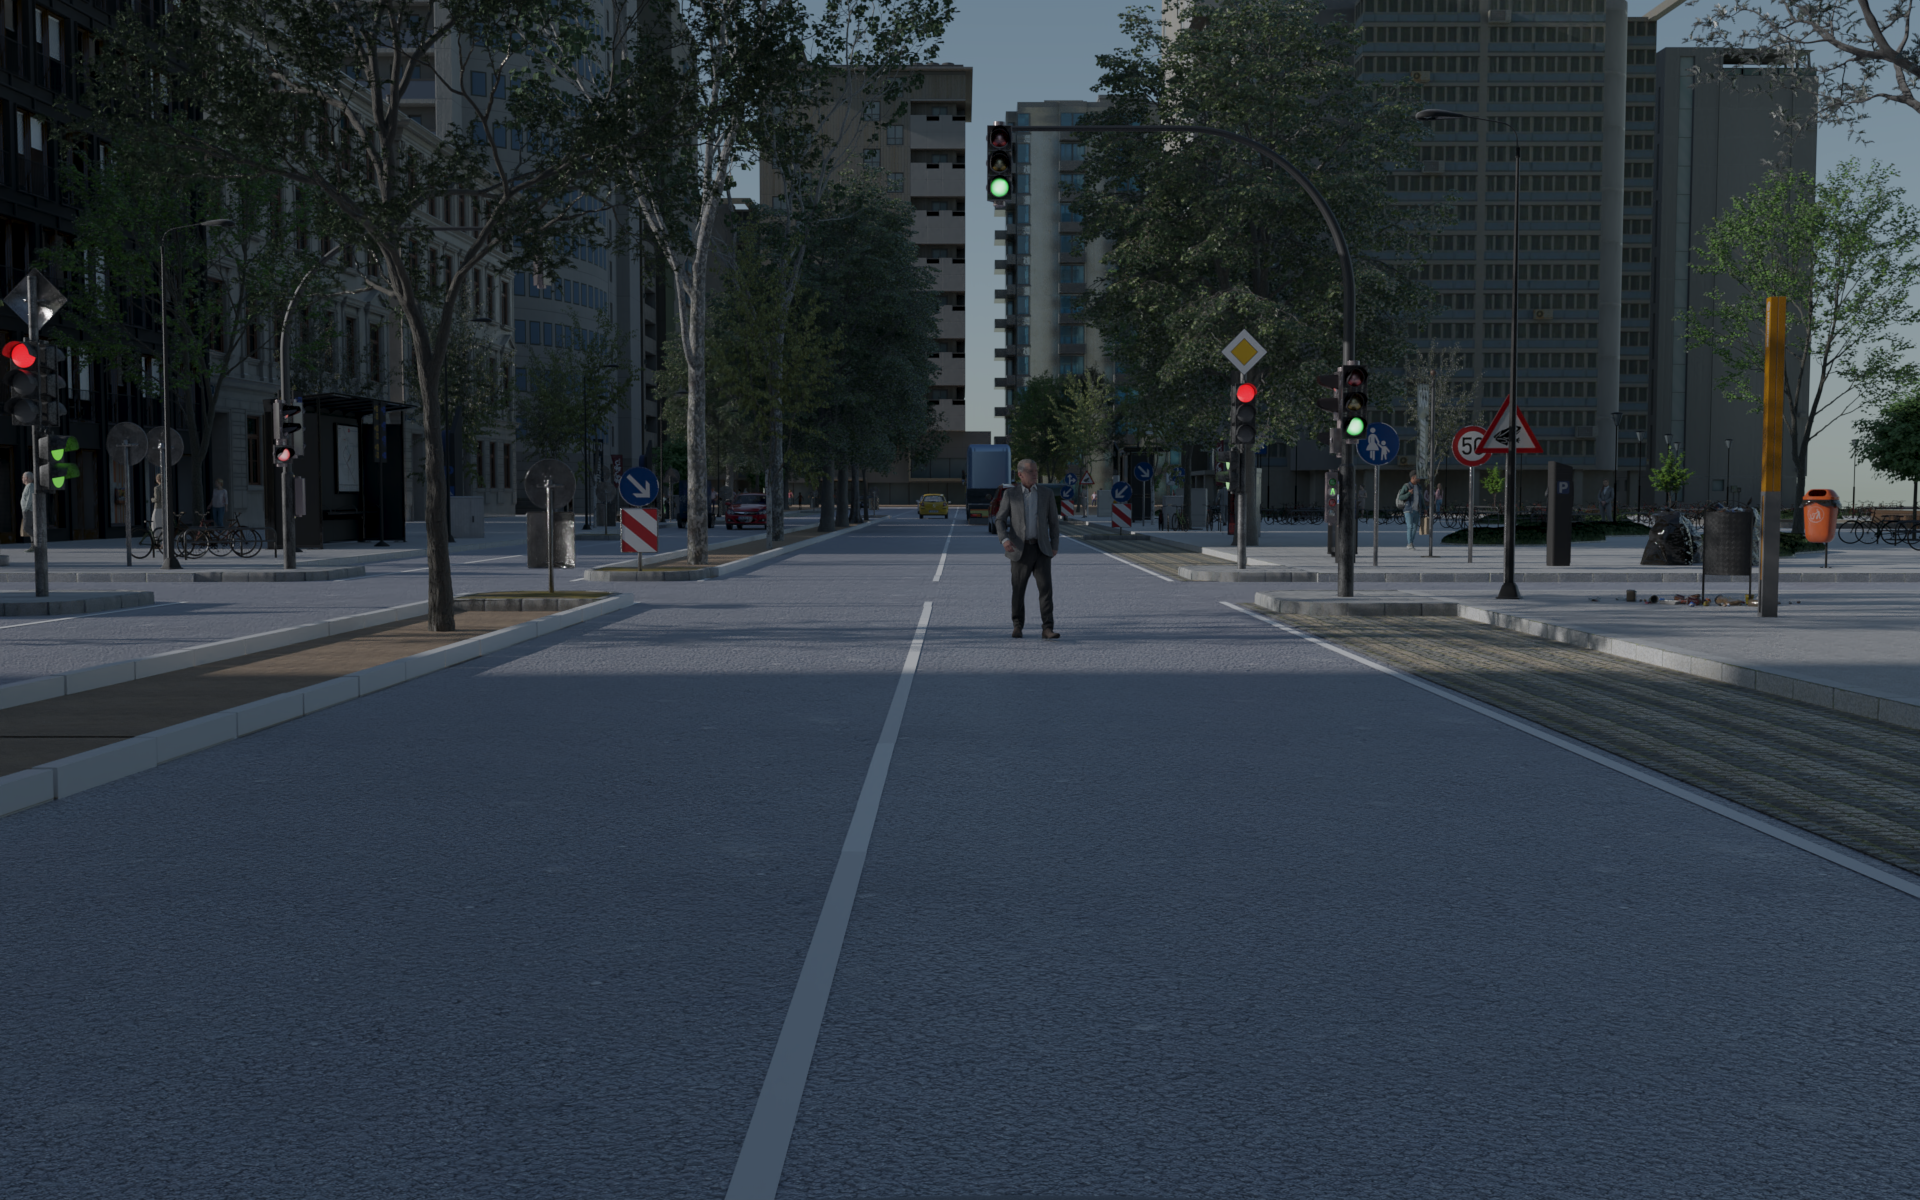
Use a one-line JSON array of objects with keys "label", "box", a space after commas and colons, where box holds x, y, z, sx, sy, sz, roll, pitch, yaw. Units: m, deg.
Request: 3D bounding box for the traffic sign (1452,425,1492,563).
[{"label": "traffic sign", "box": [9.494, -1.960, 32.157, 0.768, 2.556, 0.104, 0, 4, 2]}]

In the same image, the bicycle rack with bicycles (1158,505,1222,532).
[{"label": "bicycle rack with bicycles", "box": [7.925, -2.828, 59.625, 2.852, 0.926, 2.925, 0, 4, 7]}]

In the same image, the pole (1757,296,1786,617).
[{"label": "pole", "box": [8.449, -1.479, 18.021, 0.158, 3.312, 0.155, 0, 3, 0]}]

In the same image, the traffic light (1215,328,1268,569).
[{"label": "traffic light", "box": [4.802, -2.484, 29.535, 0.839, 4.253, 0.868, 0, 3, 0]}]

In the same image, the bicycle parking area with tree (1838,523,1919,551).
[{"label": "bicycle parking area with tree", "box": [25.470, -3.261, 40.325, 9.016, 4.147, 8.231, 2, 4, 28]}]

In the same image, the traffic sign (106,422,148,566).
[{"label": "traffic sign", "box": [-14.759, -1.871, 30.697, 0.768, 2.556, 0.104, 0, 4, 5]}]

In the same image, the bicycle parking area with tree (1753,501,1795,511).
[{"label": "bicycle parking area with tree", "box": [32.384, -5.713, 80.417, 8.231, 4.147, 9.016, -3, 5, -41]}]

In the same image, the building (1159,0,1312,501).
[{"label": "building", "box": [32.841, -34.622, 155.316, 28.713, 52.752, 27.495, 0, 3, 0]}]

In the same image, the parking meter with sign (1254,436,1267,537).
[{"label": "parking meter with sign", "box": [8.609, -3.363, 51.246, 0.543, 3.016, 1.738, 2, 4, 23]}]

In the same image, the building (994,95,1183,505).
[{"label": "building", "box": [19.352, -36.140, 210.501, 30.456, 49.044, 23.786, 0, 3, 0]}]

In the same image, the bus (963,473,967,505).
[{"label": "bus", "box": [1.890, -10.655, 165.755, 2.896, 3.916, 12.252, 0, 4, -2]}]

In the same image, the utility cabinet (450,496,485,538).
[{"label": "utility cabinet", "box": [-14.379, -2.398, 50.363, 1.020, 1.237, 0.306, -2, 4, -27]}]

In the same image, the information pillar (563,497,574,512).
[{"label": "information pillar", "box": [-15.459, -3.905, 68.331, 0.304, 2.012, 0.304, 3, 5, 39]}]

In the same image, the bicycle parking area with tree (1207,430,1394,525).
[{"label": "bicycle parking area with tree", "box": [15.594, -5.405, 75.366, 9.016, 4.147, 8.231, 0, 4, -1]}]

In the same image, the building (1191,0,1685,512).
[{"label": "building", "box": [33.859, -26.796, 130.000, 32.217, 40.220, 23.993, 0, 3, 0]}]

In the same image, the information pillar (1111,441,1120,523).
[{"label": "information pillar", "box": [6.931, -5.233, 76.908, 0.183, 3.616, 0.504, -1, 4, -22]}]

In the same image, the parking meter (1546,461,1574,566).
[{"label": "parking meter", "box": [10.690, -1.537, 30.848, 0.399, 1.863, 0.255, 0, 4, -6]}]

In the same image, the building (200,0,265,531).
[{"label": "building", "box": [-30.449, -14.122, 67.046, 11.583, 22.565, 21.152, 0, 3, 0]}]

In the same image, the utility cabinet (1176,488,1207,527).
[{"label": "utility cabinet", "box": [8.916, -3.549, 66.709, 1.173, 1.500, 0.318, 1, 4, 20]}]

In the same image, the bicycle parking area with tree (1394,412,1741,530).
[{"label": "bicycle parking area with tree", "box": [22.014, -4.656, 63.135, 9.016, 4.147, 8.231, -1, 4, -13]}]

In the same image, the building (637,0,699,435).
[{"label": "building", "box": [-36.004, -32.712, 158.536, 21.600, 48.544, 21.300, 0, 3, 0]}]

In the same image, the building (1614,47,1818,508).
[{"label": "building", "box": [69.732, -29.281, 162.346, 14.086, 41.232, 14.154, 0, 3, 0]}]

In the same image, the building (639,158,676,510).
[{"label": "building", "box": [-31.115, -22.515, 139.823, 14.160, 30.474, 14.107, 0, 3, 0]}]

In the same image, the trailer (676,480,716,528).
[{"label": "trailer", "box": [-11.089, -3.977, 72.065, 1.471, 1.999, 3.904, 0, 4, 0]}]

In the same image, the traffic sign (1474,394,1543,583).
[{"label": "traffic sign", "box": [7.141, -1.382, 22.597, 0.884, 2.594, 0.081, 0, 4, 3]}]

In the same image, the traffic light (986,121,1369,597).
[{"label": "traffic light", "box": [2.700, -2.859, 21.412, 4.771, 5.953, 1.251, 0, 3, 0]}]

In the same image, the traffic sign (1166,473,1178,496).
[{"label": "traffic sign", "box": [10.114, -4.919, 82.559, 0.606, 2.300, 0.079, 0, 4, 8]}]

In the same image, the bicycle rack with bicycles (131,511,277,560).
[{"label": "bicycle rack with bicycles", "box": [-15.217, -1.312, 34.841, 2.925, 0.926, 2.852, -3, 5, -42]}]

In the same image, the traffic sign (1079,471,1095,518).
[{"label": "traffic sign", "box": [6.930, -5.789, 94.649, 0.884, 2.594, 0.081, 0, 4, 1]}]

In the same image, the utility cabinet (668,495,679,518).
[{"label": "utility cabinet", "box": [-15.301, -5.024, 93.308, 1.020, 1.237, 0.306, 3, 5, 44]}]

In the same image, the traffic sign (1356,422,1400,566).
[{"label": "traffic sign", "box": [7.405, -1.877, 30.790, 0.768, 2.556, 0.104, 0, 4, 1]}]

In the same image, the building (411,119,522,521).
[{"label": "building", "box": [-30.399, -15.444, 88.667, 11.583, 22.565, 21.152, 0, 3, 0]}]

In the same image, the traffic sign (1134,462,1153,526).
[{"label": "traffic sign", "box": [7.283, -4.194, 68.683, 0.768, 2.556, 0.104, 1, 4, 9]}]

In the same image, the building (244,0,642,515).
[{"label": "building", "box": [-35.013, -35.220, 117.852, 21.231, 58.520, 28.212, 0, 3, 0]}]

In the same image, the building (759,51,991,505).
[{"label": "building", "box": [-10.081, -38.149, 212.966, 27.495, 52.752, 28.713, 0, 3, 0]}]

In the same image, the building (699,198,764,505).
[{"label": "building", "box": [-35.880, -31.957, 214.381, 23.993, 40.220, 32.217, 0, 3, 0]}]

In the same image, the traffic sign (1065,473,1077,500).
[{"label": "traffic sign", "box": [6.675, -6.374, 104.316, 0.768, 2.556, 0.104, 1, 4, 8]}]

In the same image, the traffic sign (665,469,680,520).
[{"label": "traffic sign", "box": [-14.363, -5.280, 86.431, 0.768, 2.556, 0.104, 0, 4, 2]}]

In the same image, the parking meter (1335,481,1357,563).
[{"label": "parking meter", "box": [7.176, -1.456, 32.212, 0.372, 1.533, 0.369, 0, 3, 0]}]

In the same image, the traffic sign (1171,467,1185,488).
[{"label": "traffic sign", "box": [10.323, -4.995, 81.769, 0.768, 2.556, 0.104, 0, 4, 2]}]

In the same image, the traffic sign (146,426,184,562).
[{"label": "traffic sign", "box": [-14.975, -1.986, 32.571, 0.768, 2.556, 0.104, 0, 4, 2]}]

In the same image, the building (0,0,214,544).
[{"label": "building", "box": [-30.341, -13.326, 47.562, 12.332, 23.373, 15.834, 0, 3, 0]}]

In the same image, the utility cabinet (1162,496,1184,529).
[{"label": "utility cabinet", "box": [7.944, -3.198, 63.445, 1.020, 1.237, 0.306, -1, 4, -13]}]

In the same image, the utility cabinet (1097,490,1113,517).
[{"label": "utility cabinet", "box": [8.183, -5.329, 95.815, 1.173, 1.500, 0.318, -1, 4, -17]}]

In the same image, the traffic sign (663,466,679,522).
[{"label": "traffic sign", "box": [-13.277, -4.853, 79.357, 0.884, 2.594, 0.081, 0, 4, 8]}]

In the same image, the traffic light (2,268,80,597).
[{"label": "traffic light", "box": [-11.470, -1.996, 21.556, 0.839, 4.253, 0.868, 0, 3, 0]}]

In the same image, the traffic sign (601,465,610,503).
[{"label": "traffic sign", "box": [-15.591, -4.601, 75.327, 0.768, 2.556, 0.104, 0, 4, 1]}]

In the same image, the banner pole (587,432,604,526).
[{"label": "banner pole", "box": [-14.563, -4.836, 69.080, 0.863, 3.779, 0.401, -3, 5, -39]}]

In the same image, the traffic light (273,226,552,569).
[{"label": "traffic light", "box": [-9.367, -3.358, 29.573, 4.771, 5.953, 1.251, 0, 3, 0]}]

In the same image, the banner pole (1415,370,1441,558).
[{"label": "banner pole", "box": [9.357, -2.736, 34.751, 0.401, 3.779, 0.863, 3, 5, 44]}]
